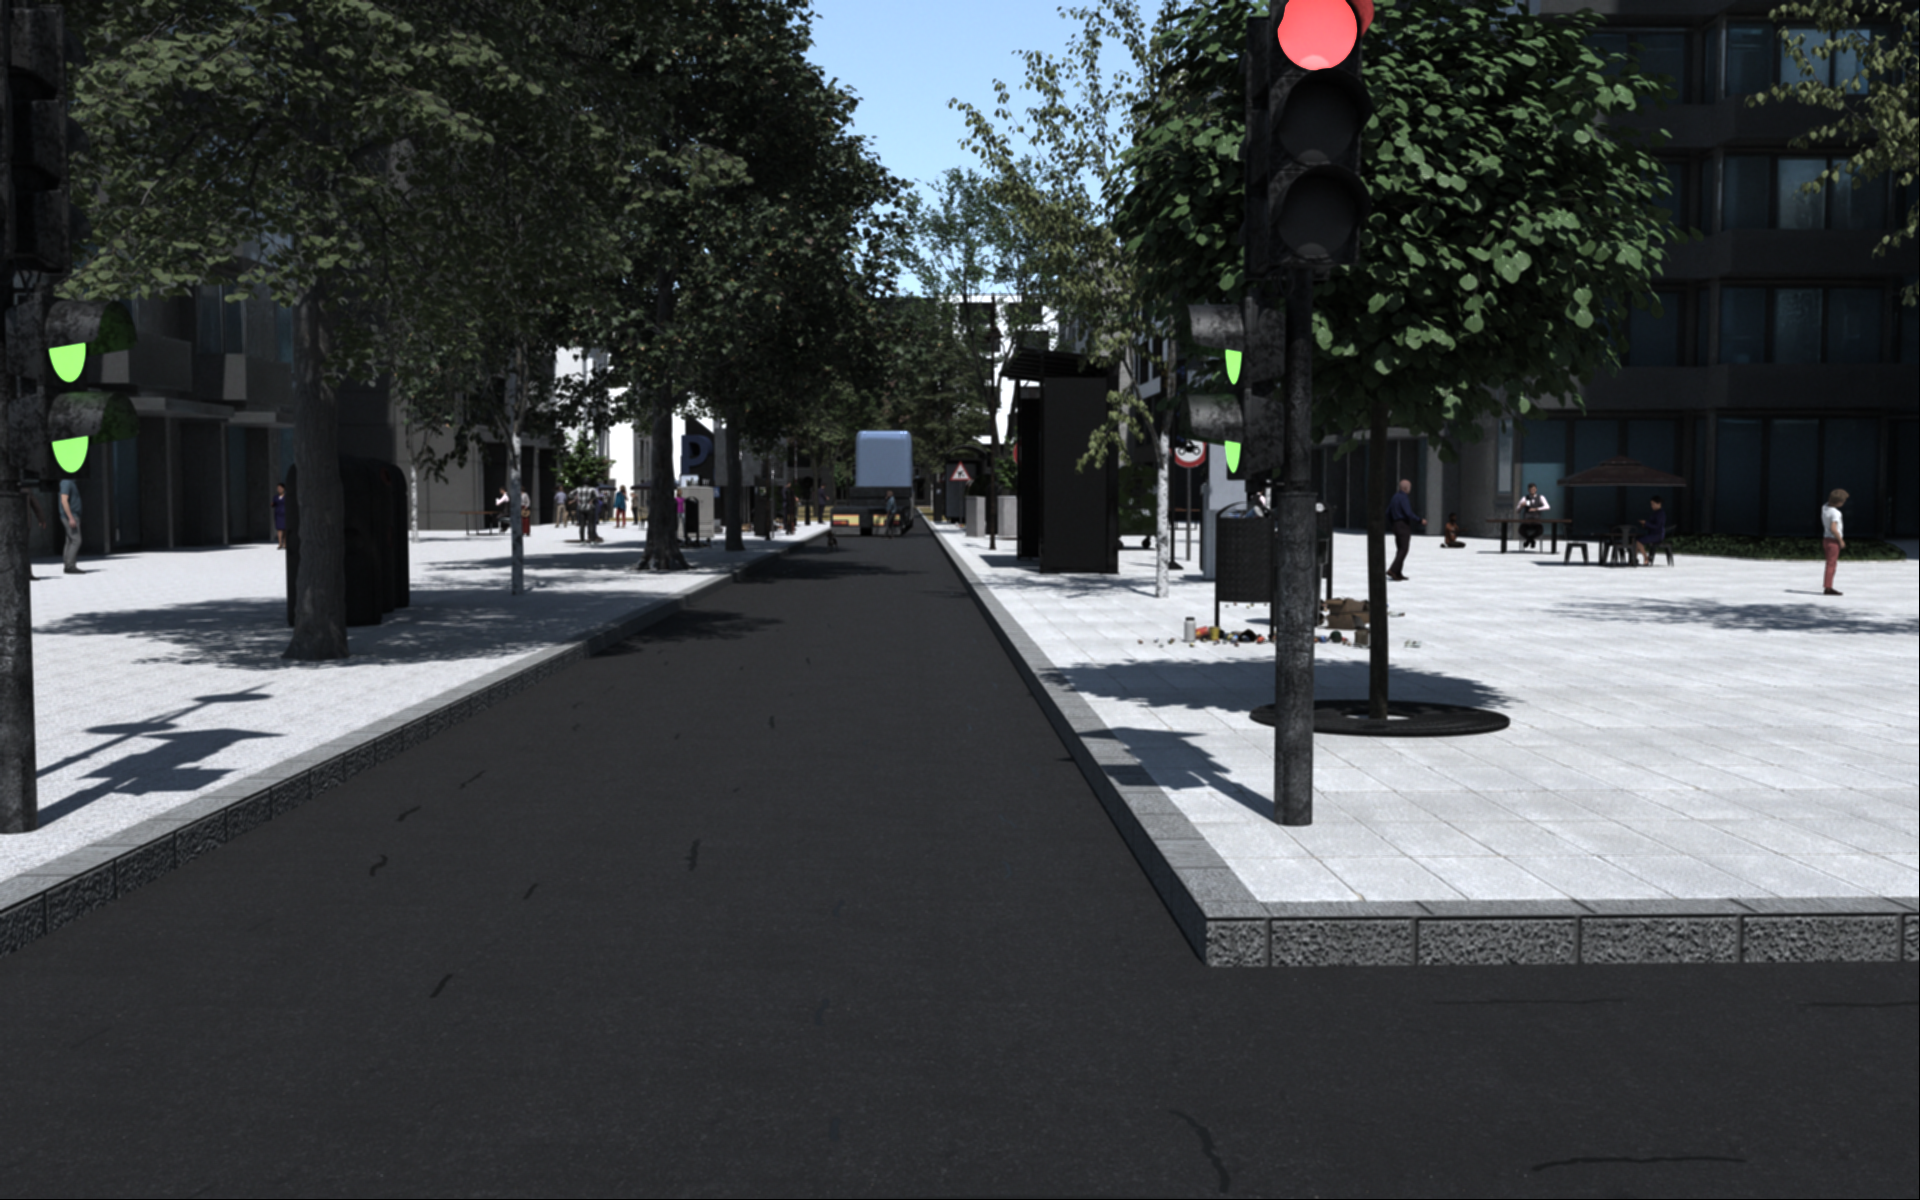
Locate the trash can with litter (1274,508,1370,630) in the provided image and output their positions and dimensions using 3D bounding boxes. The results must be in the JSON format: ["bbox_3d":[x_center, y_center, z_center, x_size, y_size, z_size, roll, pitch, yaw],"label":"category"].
[{"bbox_3d":[3.486,-0.324,16.685,1.055,1.170,0.624,2,4,34],"label":"trash can with litter"}]

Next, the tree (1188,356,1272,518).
[{"bbox_3d":[7.605,-5.661,42.923,4.360,8.622,3.978,0,3,0],"label":"tree"}]

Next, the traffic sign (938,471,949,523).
[{"bbox_3d":[-0.519,-4.711,77.032,0.884,2.594,0.081,0,4,3],"label":"traffic sign"}]

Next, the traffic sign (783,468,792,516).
[{"bbox_3d":[-6.808,-3.965,66.951,0.606,2.300,0.079,0,4,0],"label":"traffic sign"}]

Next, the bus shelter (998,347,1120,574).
[{"bbox_3d":[1.698,-2.416,30.782,1.731,3.624,6.357,0,4,-2],"label":"bus shelter"}]

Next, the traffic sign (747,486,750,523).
[{"bbox_3d":[-8.171,-4.085,66.896,0.768,2.556,0.104,0,4,6],"label":"traffic sign"}]

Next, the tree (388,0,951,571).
[{"bbox_3d":[-4.942,-6.853,29.062,9.611,12.733,9.660,0,3,0],"label":"tree"}]

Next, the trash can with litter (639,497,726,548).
[{"bbox_3d":[-7.131,-2.049,44.555,2.233,1.210,1.678,-1,4,-11],"label":"trash can with litter"}]

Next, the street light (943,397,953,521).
[{"bbox_3d":[-0.556,-6.644,81.411,0.468,5.910,1.993,0,4,-2],"label":"street light"}]

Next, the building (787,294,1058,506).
[{"bbox_3d":[-5.133,-21.196,190.523,32.646,21.610,27.936,0,4,-2],"label":"building"}]

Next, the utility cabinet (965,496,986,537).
[{"bbox_3d":[0.466,-2.475,51.632,0.306,1.237,1.020,-1,4,-18],"label":"utility cabinet"}]

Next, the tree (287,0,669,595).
[{"bbox_3d":[-5.865,-4.366,21.742,4.360,8.622,3.978,0,3,0],"label":"tree"}]

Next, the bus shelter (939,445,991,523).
[{"bbox_3d":[0.181,-4.890,73.878,2.014,3.302,5.546,0,4,-2],"label":"bus shelter"}]

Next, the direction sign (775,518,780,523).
[{"bbox_3d":[-8.033,-5.194,76.921,0.379,3.537,0.876,2,4,33],"label":"direction sign"}]

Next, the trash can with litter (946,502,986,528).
[{"bbox_3d":[0.616,-3.384,66.382,2.233,1.210,1.678,3,4,39],"label":"trash can with litter"}]

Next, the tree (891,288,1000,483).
[{"bbox_3d":[-3.075,-18.558,159.320,12.611,20.169,13.585,0,3,0],"label":"tree"}]

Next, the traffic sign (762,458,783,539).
[{"bbox_3d":[-5.369,-2.907,49.662,0.606,2.300,0.079,0,4,0],"label":"traffic sign"}]

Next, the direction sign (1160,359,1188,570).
[{"bbox_3d":[3.621,-2.289,29.421,0.379,3.537,0.876,-1,4,-22],"label":"direction sign"}]

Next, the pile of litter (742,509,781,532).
[{"bbox_3d":[-6.944,-2.744,58.828,1.719,0.858,1.176,0,4,-5],"label":"pile of litter"}]

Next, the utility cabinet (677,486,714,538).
[{"bbox_3d":[-7.688,-2.555,50.455,0.318,1.500,1.173,3,4,39],"label":"utility cabinet"}]

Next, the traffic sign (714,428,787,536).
[{"bbox_3d":[-6.452,-3.642,53.428,2.265,3.308,0.079,0,4,4],"label":"traffic sign"}]

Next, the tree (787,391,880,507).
[{"bbox_3d":[-8.441,-10.970,113.780,7.601,10.594,8.767,2,4,29],"label":"tree"}]

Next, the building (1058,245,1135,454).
[{"bbox_3d":[17.181,-16.244,132.050,16.747,18.905,31.486,0,4,-2],"label":"building"}]

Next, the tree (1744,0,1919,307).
[{"bbox_3d":[9.004,-3.917,14.400,4.737,8.622,4.395,0,3,0],"label":"tree"}]

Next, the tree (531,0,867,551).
[{"bbox_3d":[-5.499,-7.381,38.808,7.486,12.596,7.792,0,3,0],"label":"tree"}]

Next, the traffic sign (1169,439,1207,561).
[{"bbox_3d":[4.390,-2.026,33.223,0.768,2.556,0.104,0,4,8],"label":"traffic sign"}]

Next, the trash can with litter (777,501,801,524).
[{"bbox_3d":[-7.387,-3.874,74.719,0.624,1.170,1.055,2,4,33],"label":"trash can with litter"}]

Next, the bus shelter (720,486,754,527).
[{"bbox_3d":[-8.865,-4.903,71.447,1.731,3.624,6.357,0,4,-2],"label":"bus shelter"}]

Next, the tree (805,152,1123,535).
[{"bbox_3d":[1.309,-7.853,54.147,9.928,11.665,9.643,0,3,0],"label":"tree"}]

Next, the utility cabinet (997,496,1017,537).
[{"bbox_3d":[1.618,-2.525,52.446,1.020,1.237,0.306,-3,5,-39],"label":"utility cabinet"}]

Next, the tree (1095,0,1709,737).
[{"bbox_3d":[2.387,-1.595,9.787,4.285,4.588,4.351,0,3,0],"label":"tree"}]

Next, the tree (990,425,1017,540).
[{"bbox_3d":[1.562,-3.311,48.736,1.663,3.219,1.824,0,3,0],"label":"tree"}]

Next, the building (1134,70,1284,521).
[{"bbox_3d":[23.604,-15.638,99.656,27.936,21.610,32.646,0,4,-2],"label":"building"}]

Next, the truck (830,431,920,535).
[{"bbox_3d":[-3.208,-4.766,67.676,2.967,4.110,18.799,0,4,0],"label":"truck"}]

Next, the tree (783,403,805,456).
[{"bbox_3d":[-7.867,-10.358,95.110,9.928,11.665,9.643,0,3,0],"label":"tree"}]

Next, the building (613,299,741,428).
[{"bbox_3d":[-37.772,-21.151,189.794,32.646,21.610,27.936,0,4,-2],"label":"building"}]

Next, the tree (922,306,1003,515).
[{"bbox_3d":[-1.226,-11.395,104.435,7.486,12.596,7.792,0,3,0],"label":"tree"}]

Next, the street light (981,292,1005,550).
[{"bbox_3d":[0.751,-4.098,39.785,0.468,5.910,1.993,0,4,-2],"label":"street light"}]

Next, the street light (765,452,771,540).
[{"bbox_3d":[-5.349,-4.606,48.095,0.468,5.910,1.993,0,4,-2],"label":"street light"}]

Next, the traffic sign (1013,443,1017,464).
[{"bbox_3d":[1.539,-2.320,38.041,0.768,2.556,0.104,0,4,0],"label":"traffic sign"}]

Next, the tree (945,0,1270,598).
[{"bbox_3d":[2.278,-4.337,21.273,4.737,8.622,4.395,0,3,0],"label":"tree"}]

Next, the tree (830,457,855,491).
[{"bbox_3d":[-9.399,-9.967,146.678,4.285,4.588,4.351,0,3,0],"label":"tree"}]

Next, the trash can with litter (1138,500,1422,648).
[{"bbox_3d":[2.780,-0.230,14.819,2.233,1.210,1.678,2,4,27],"label":"trash can with litter"}]

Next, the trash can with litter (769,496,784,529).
[{"bbox_3d":[-7.321,-3.215,63.620,2.233,1.210,1.678,1,4,15],"label":"trash can with litter"}]

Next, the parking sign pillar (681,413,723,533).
[{"bbox_3d":[-8.514,-4.179,56.793,1.447,3.967,1.447,2,4,28],"label":"parking sign pillar"}]

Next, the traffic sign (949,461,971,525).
[{"bbox_3d":[0.022,-4.169,68.165,0.884,2.594,0.081,0,4,2],"label":"traffic sign"}]

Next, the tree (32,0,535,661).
[{"bbox_3d":[-5.058,-5.841,13.621,7.486,12.596,7.792,0,3,0],"label":"tree"}]

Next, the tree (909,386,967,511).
[{"bbox_3d":[-1.072,-9.844,111.317,4.360,8.622,3.978,0,3,0],"label":"tree"}]

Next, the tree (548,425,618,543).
[{"bbox_3d":[-10.062,-3.148,46.067,1.663,3.219,1.824,0,3,0],"label":"tree"}]
